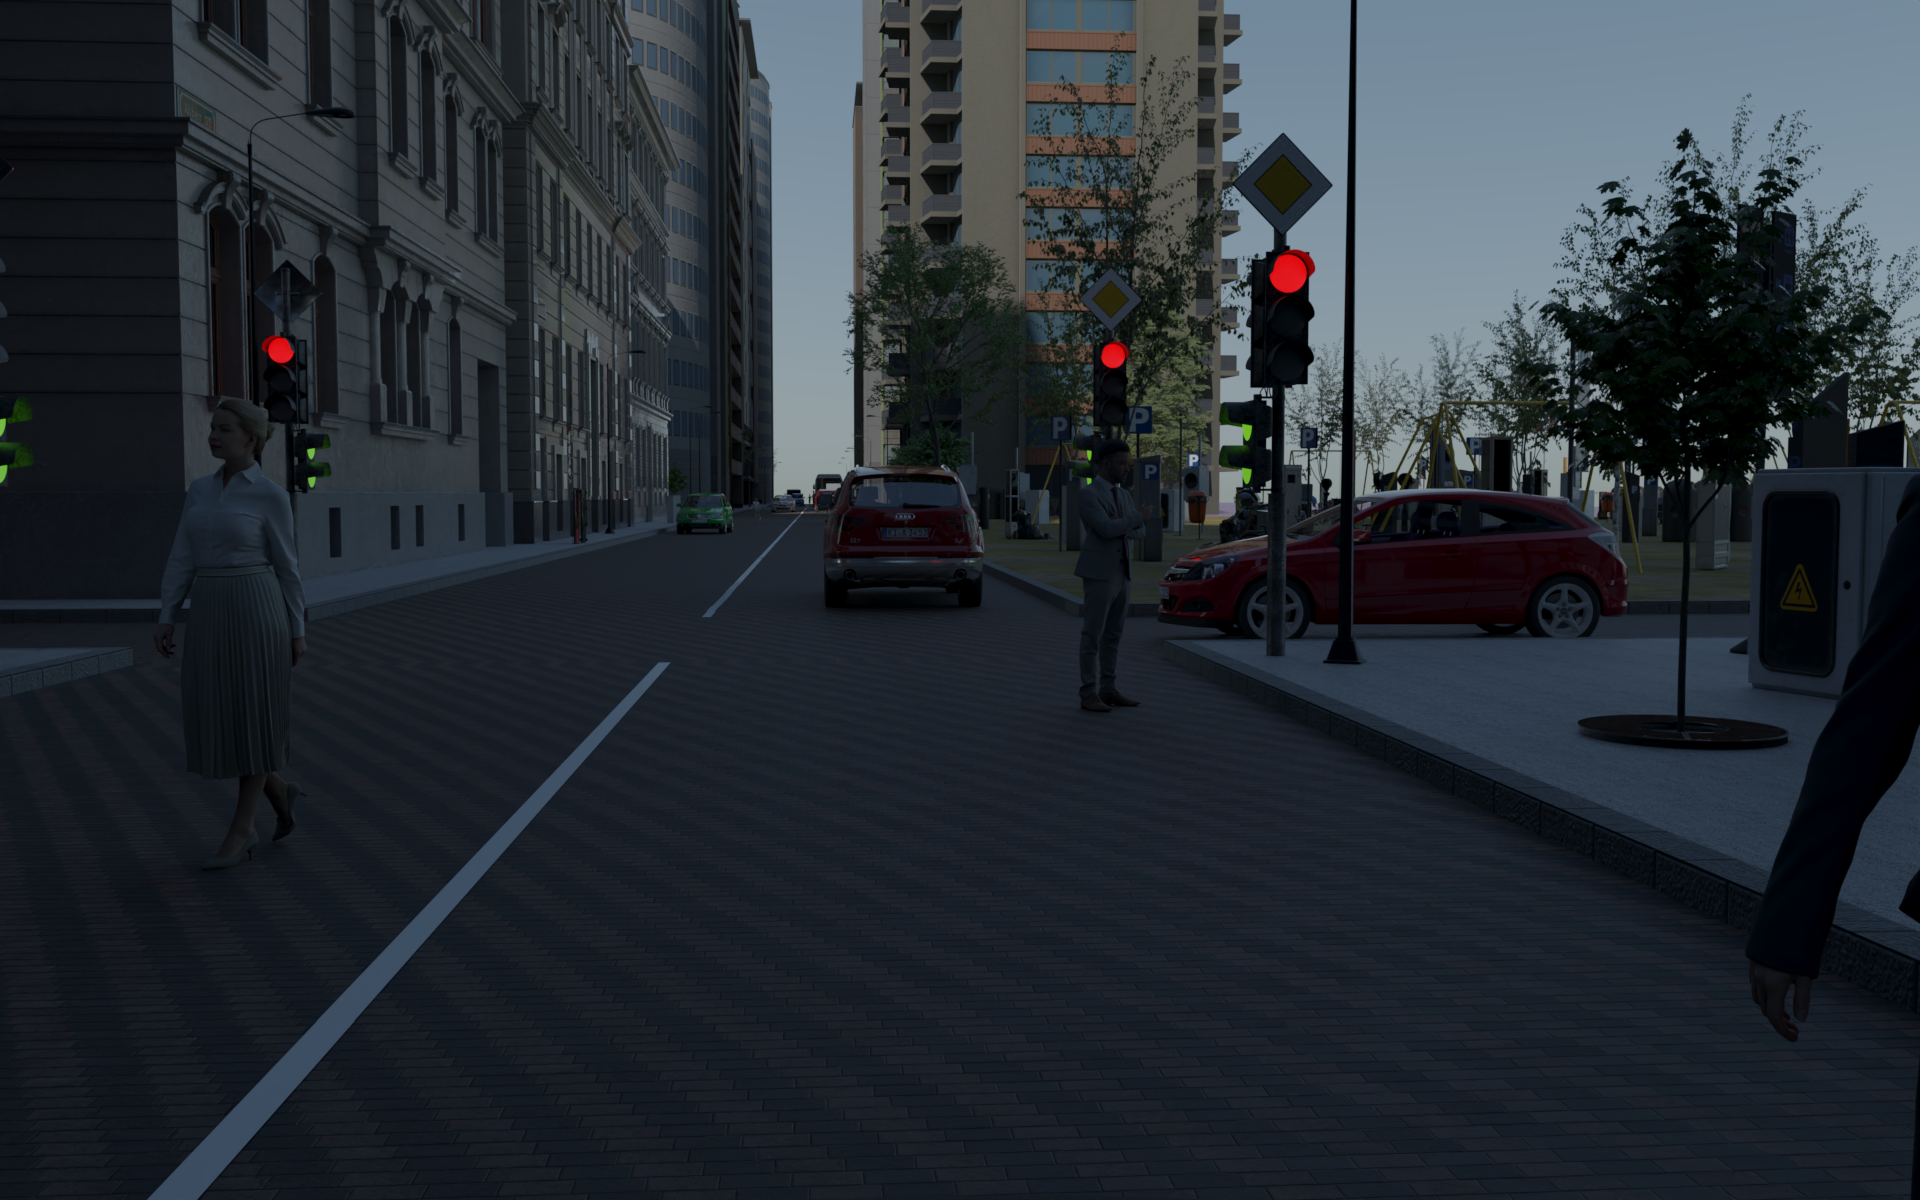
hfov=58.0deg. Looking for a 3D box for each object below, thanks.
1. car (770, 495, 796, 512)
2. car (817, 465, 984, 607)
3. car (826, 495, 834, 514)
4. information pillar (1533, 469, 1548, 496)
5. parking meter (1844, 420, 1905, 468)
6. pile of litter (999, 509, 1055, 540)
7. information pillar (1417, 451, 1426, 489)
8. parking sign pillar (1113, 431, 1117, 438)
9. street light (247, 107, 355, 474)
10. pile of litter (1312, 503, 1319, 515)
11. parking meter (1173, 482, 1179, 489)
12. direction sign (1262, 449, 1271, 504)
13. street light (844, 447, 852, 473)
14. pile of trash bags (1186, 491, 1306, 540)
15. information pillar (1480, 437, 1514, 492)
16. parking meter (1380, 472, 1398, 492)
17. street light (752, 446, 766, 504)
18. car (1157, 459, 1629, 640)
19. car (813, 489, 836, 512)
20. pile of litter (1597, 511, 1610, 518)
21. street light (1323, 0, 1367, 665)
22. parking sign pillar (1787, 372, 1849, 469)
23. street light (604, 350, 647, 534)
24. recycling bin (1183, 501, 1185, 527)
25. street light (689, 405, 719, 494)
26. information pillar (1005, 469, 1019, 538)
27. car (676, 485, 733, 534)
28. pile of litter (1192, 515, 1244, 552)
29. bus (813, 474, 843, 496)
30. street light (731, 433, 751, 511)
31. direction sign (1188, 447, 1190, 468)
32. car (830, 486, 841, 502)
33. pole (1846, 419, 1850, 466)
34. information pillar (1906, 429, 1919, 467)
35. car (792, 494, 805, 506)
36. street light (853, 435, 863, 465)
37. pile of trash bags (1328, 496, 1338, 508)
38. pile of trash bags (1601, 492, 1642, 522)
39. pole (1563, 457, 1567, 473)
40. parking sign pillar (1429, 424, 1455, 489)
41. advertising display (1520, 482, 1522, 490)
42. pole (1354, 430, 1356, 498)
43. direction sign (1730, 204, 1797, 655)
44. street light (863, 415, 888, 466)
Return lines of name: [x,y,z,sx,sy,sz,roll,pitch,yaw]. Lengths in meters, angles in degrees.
car: [-14.017,-7.644,137.339,2.083,1.381,4.827,0,4,-5]
car: [-0.819,-0.910,23.560,2.281,1.827,5.304,0,4,-3]
car: [-7.970,-6.302,115.399,2.083,1.381,4.827,0,4,-5]
information pillar: [17.257,-2.876,51.517,0.304,2.012,0.304,-3,4,-38]
parking meter: [7.274,-0.497,13.832,0.399,1.863,0.255,1,4,13]
pile of litter: [1.914,-2.154,49.184,1.176,0.858,1.719,-3,5,-39]
information pillar: [25.295,-6.342,95.038,0.504,3.616,0.183,0,4,5]
parking sign pillar: [6.141,-5.204,73.553,1.447,3.967,1.447,-3,4,-37]
street light: [-7.959,-2.958,20.910,1.470,5.913,1.316,0,4,-5]
pile of litter: [20.489,-5.152,98.206,1.719,0.858,1.176,3,4,39]
parking meter: [10.220,-4.640,81.569,0.399,1.863,0.255,2,4,25]
direction sign: [15.298,-5.832,87.353,0.379,3.537,0.876,-3,5,-45]
street light: [-10.603,-12.249,172.805,1.470,5.913,1.316,0,4,-5]
pile of trash bags: [8.106,-2.406,49.097,3.447,1.369,1.912,0,4,-6]
information pillar: [6.903,-1.090,22.314,0.304,2.012,0.304,-1,4,-9]
parking meter: [11.278,-2.437,45.557,0.255,1.863,0.399,-3,4,-37]
street light: [-19.849,-11.941,167.770,1.470,5.913,1.316,0,4,-5]
car: [4.172,-0.484,16.950,4.494,1.783,2.155,0,4,-3]
car: [-10.479,-7.859,137.163,2.281,1.827,5.304,0,4,-6]
pile of litter: [34.324,-4.749,91.616,1.719,0.858,1.176,-3,5,-43]
street light: [2.391,-2.473,12.973,1.470,5.913,1.316,0,4,-5]
parking sign pillar: [18.900,-3.042,38.205,1.447,3.967,1.447,-1,4,-21]
street light: [-10.784,-5.095,55.840,1.470,5.913,1.316,0,4,-5]
recycling bin: [8.156,-3.304,66.581,0.722,1.027,0.722,-3,5,-41]
street light: [-13.587,-7.231,90.772,1.470,5.913,1.316,0,4,-5]
information pillar: [1.530,-2.851,51.099,0.304,2.012,0.304,-2,4,-31]
car: [-9.324,-3.339,63.391,1.959,1.807,4.718,0,4,-3]
pile of litter: [5.269,-1.313,35.440,1.176,0.858,1.719,2,4,35]
bus: [-12.514,-10.386,164.672,2.948,3.499,13.247,0,4,-5]
street light: [-16.909,-9.766,132.217,1.470,5.913,1.316,0,4,-5]
direction sign: [10.966,-5.572,83.104,0.379,3.537,0.876,0,4,3]
car: [-5.129,-4.502,82.283,2.281,1.827,5.304,0,4,-5]
pole: [23.934,-3.242,46.846,0.158,3.312,0.155,0,3,0]
information pillar: [34.140,-4.324,62.058,0.504,3.616,0.183,0,4,-8]
car: [-18.967,-11.744,201.604,1.945,1.707,3.694,0,4,-6]
street light: [-7.606,-10.071,137.209,1.470,5.913,1.316,0,4,-5]
pile of trash bags: [21.357,-5.145,93.868,3.447,1.369,1.912,1,4,12]
pile of trash bags: [30.589,-4.161,77.789,3.447,1.369,1.912,2,4,25]
pole: [33.440,-6.235,95.778,0.158,3.312,0.155,0,3,0]
parking sign pillar: [18.584,-4.787,66.735,1.447,3.967,1.447,3,5,44]
advertising display: [29.280,-5.187,90.027,0.123,1.923,0.974,0,4,-1]
pole: [12.576,-3.772,55.523,0.158,3.312,0.155,0,3,0]
direction sign: [6.418,-1.338,13.869,0.876,3.537,0.379,-3,4,-38]
street light: [-4.801,-7.904,101.768,1.470,5.913,1.316,0,4,-5]
